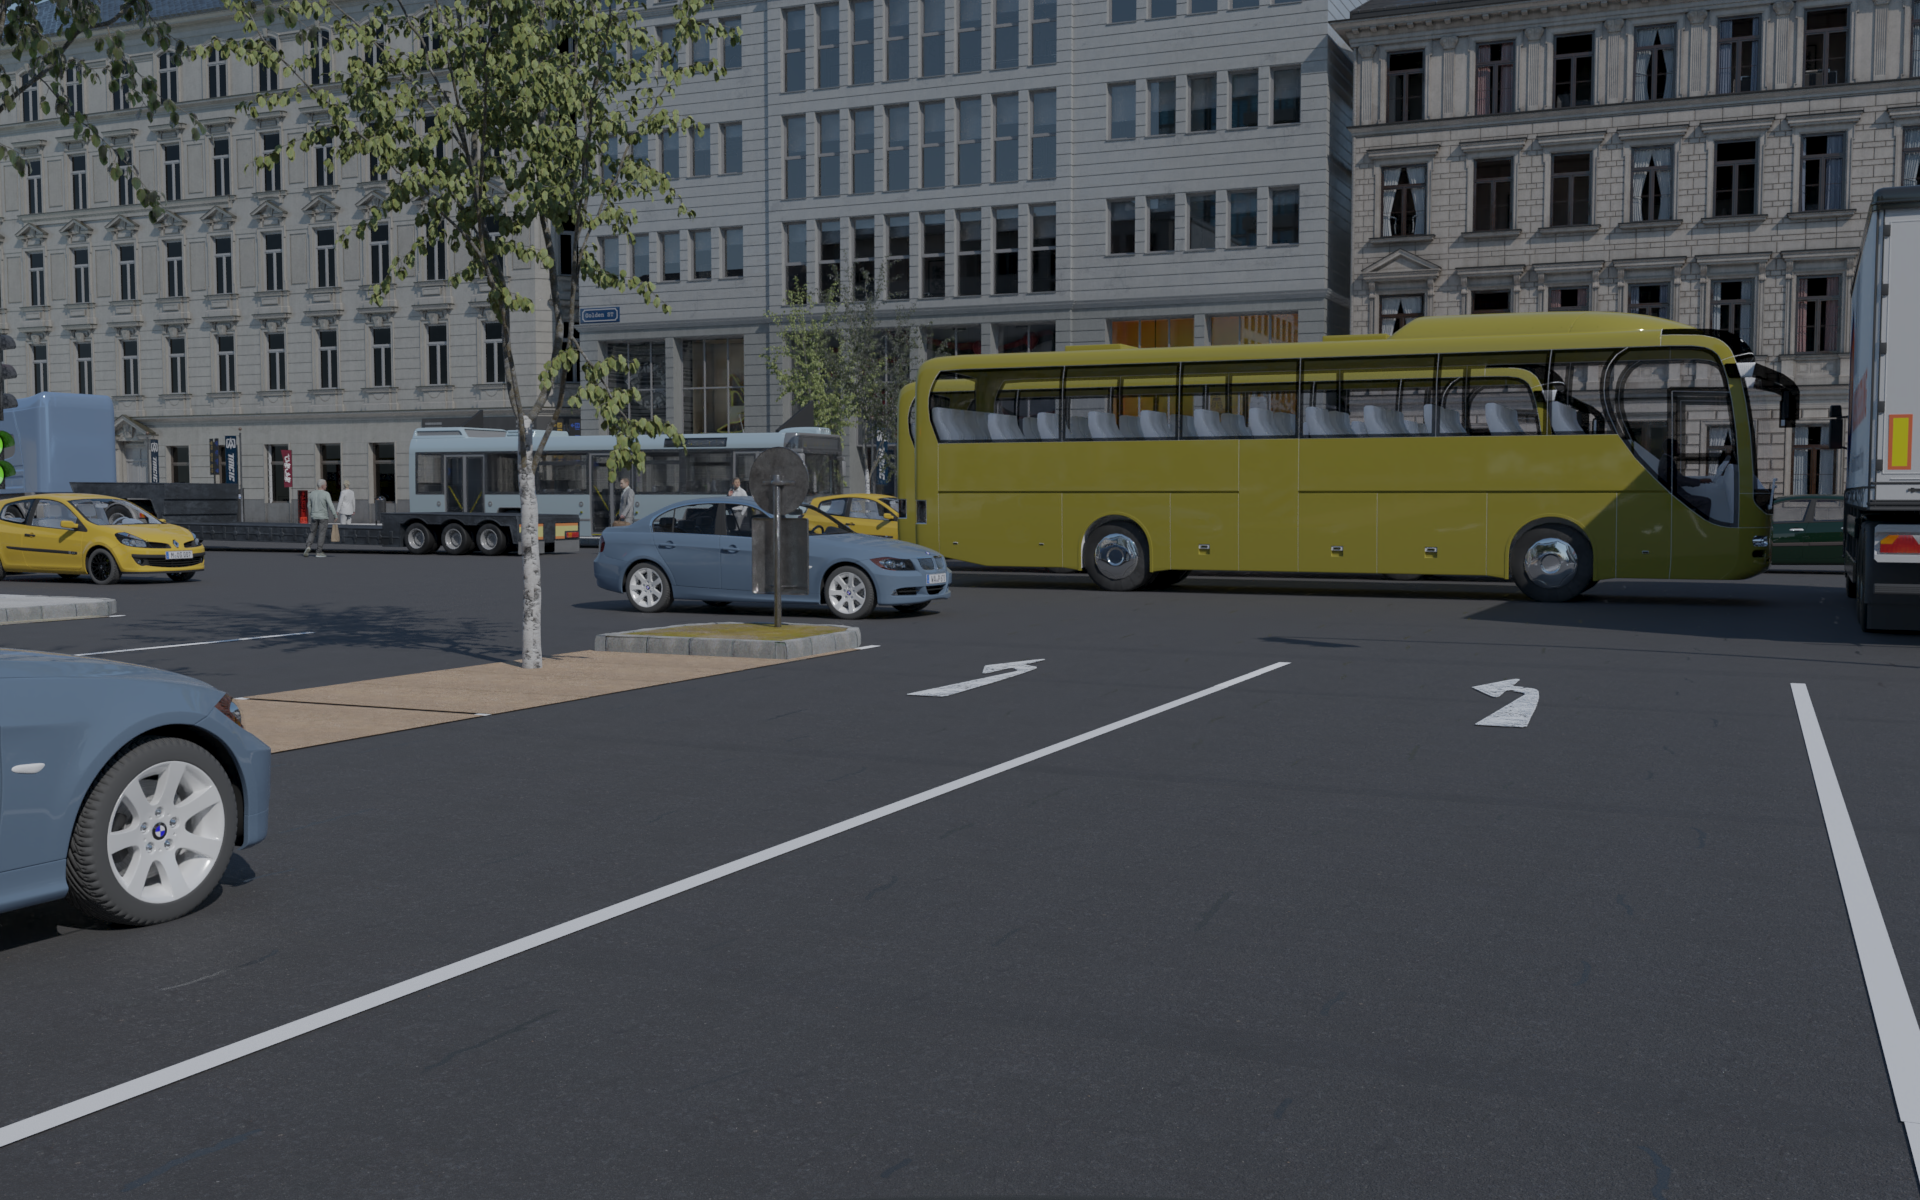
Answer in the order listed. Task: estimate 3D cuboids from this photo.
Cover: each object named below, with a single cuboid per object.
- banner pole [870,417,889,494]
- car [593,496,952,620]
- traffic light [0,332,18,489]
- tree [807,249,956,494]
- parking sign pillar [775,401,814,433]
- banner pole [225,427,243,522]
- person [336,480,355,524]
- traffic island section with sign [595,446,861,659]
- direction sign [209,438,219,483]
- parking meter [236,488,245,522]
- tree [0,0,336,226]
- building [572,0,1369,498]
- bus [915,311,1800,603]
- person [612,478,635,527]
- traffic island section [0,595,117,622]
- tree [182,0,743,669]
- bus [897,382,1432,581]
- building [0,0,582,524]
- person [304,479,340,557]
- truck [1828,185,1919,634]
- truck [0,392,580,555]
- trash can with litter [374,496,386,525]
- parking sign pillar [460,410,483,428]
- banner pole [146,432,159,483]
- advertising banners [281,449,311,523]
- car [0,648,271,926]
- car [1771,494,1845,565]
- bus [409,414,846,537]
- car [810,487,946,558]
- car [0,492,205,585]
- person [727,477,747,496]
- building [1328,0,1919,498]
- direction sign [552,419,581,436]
[{"bbox_3d":[-2.656,-4.047,56.184,0.863,3.779,0.401,-3,4,-39],"label":"banner pole"},{"bbox_3d":[-2.286,-0.555,21.085,4.499,1.417,2.014,2,4,25],"label":"car"},{"bbox_3d":[-11.322,-1.897,19.944,0.839,4.253,0.868,2,4,24],"label":"traffic light"},{"bbox_3d":[-2.601,-6.255,52.631,4.360,8.622,3.978,0,3,0],"label":"tree"},{"bbox_3d":[-4.826,-3.748,49.759,1.447,3.967,1.447,-3,5,-44],"label":"parking sign pillar"},{"bbox_3d":[-27.244,-4.594,65.136,0.863,3.779,0.401,1,4,9],"label":"banner pole"},{"bbox_3d":[-17.998,-2.607,50.999,0.818,1.842,0.514,0,4,-1],"label":"person"},{"bbox_3d":[-1.997,-0.490,16.143,2.006,1.907,1.989,2,4,24],"label":"traffic island section with sign"},{"bbox_3d":[-30.333,-4.802,70.512,0.379,3.537,0.876,-3,5,-45],"label":"direction sign"},{"bbox_3d":[-29.304,-3.793,70.433,0.372,1.533,0.369,0,3,0],"label":"parking meter"},{"bbox_3d":[-5.083,-3.390,8.249,4.360,8.622,3.978,0,3,0],"label":"tree"},{"bbox_3d":[0.625,-17.692,66.761,29.804,29.767,11.434,2,4,24],"label":"building"},{"bbox_3d":[5.342,-2.055,25.139,12.252,3.916,2.896,2,4,25],"label":"bus"},{"bbox_3d":[-7.692,-1.920,40.008,0.853,1.813,0.709,-2,4,-29],"label":"person"},{"bbox_3d":[-11.355,0.134,20.094,2.009,0.180,2.903,2,4,24],"label":"traffic island section"},{"bbox_3d":[-3.565,-3.724,13.699,4.737,8.622,4.395,0,3,0],"label":"tree"},{"bbox_3d":[4.853,-2.406,30.883,12.252,3.916,2.896,2,4,25],"label":"bus"},{"bbox_3d":[-31.570,-18.889,85.255,44.131,29.872,17.030,2,4,24],"label":"building"},{"bbox_3d":[-14.491,-1.859,39.376,0.782,1.767,0.515,1,4,10],"label":"person"},{"bbox_3d":[11.879,-1.927,20.418,2.839,4.237,11.283,2,4,26],"label":"truck"},{"bbox_3d":[-18.249,-3.326,44.147,18.799,4.110,2.967,1,4,23],"label":"truck"},{"bbox_3d":[-20.786,-3.093,61.629,2.233,1.210,1.678,2,4,33],"label":"trash can with litter"},{"bbox_3d":[-15.767,-4.071,55.026,1.447,3.967,1.447,2,4,35],"label":"parking sign pillar"},{"bbox_3d":[-32.575,-4.885,69.882,0.401,3.779,0.863,1,4,14],"label":"banner pole"},{"bbox_3d":[-26.110,-4.444,68.850,0.090,3.025,2.074,2,4,29],"label":"advertising banners"},{"bbox_3d":[-4.029,0.444,4.740,2.014,1.417,4.499,2,4,24],"label":"car"},{"bbox_3d":[15.137,-1.337,31.641,4.222,1.686,2.009,2,4,25],"label":"car"},{"bbox_3d":[-8.675,-3.149,46.339,13.247,3.499,2.948,2,4,24],"label":"bus"},{"bbox_3d":[-1.757,-1.741,38.686,3.980,1.641,2.015,2,4,23],"label":"car"},{"bbox_3d":[-14.313,-1.117,28.494,3.980,1.641,2.015,1,4,23],"label":"car"},{"bbox_3d":[-5.379,-2.016,41.570,0.679,1.850,0.850,2,4,27],"label":"person"},{"bbox_3d":[22.633,-11.717,56.202,19.286,19.102,10.561,2,4,24],"label":"building"},{"bbox_3d":[-11.844,-3.682,52.196,0.876,3.537,0.379,-2,4,-29],"label":"direction sign"}]
